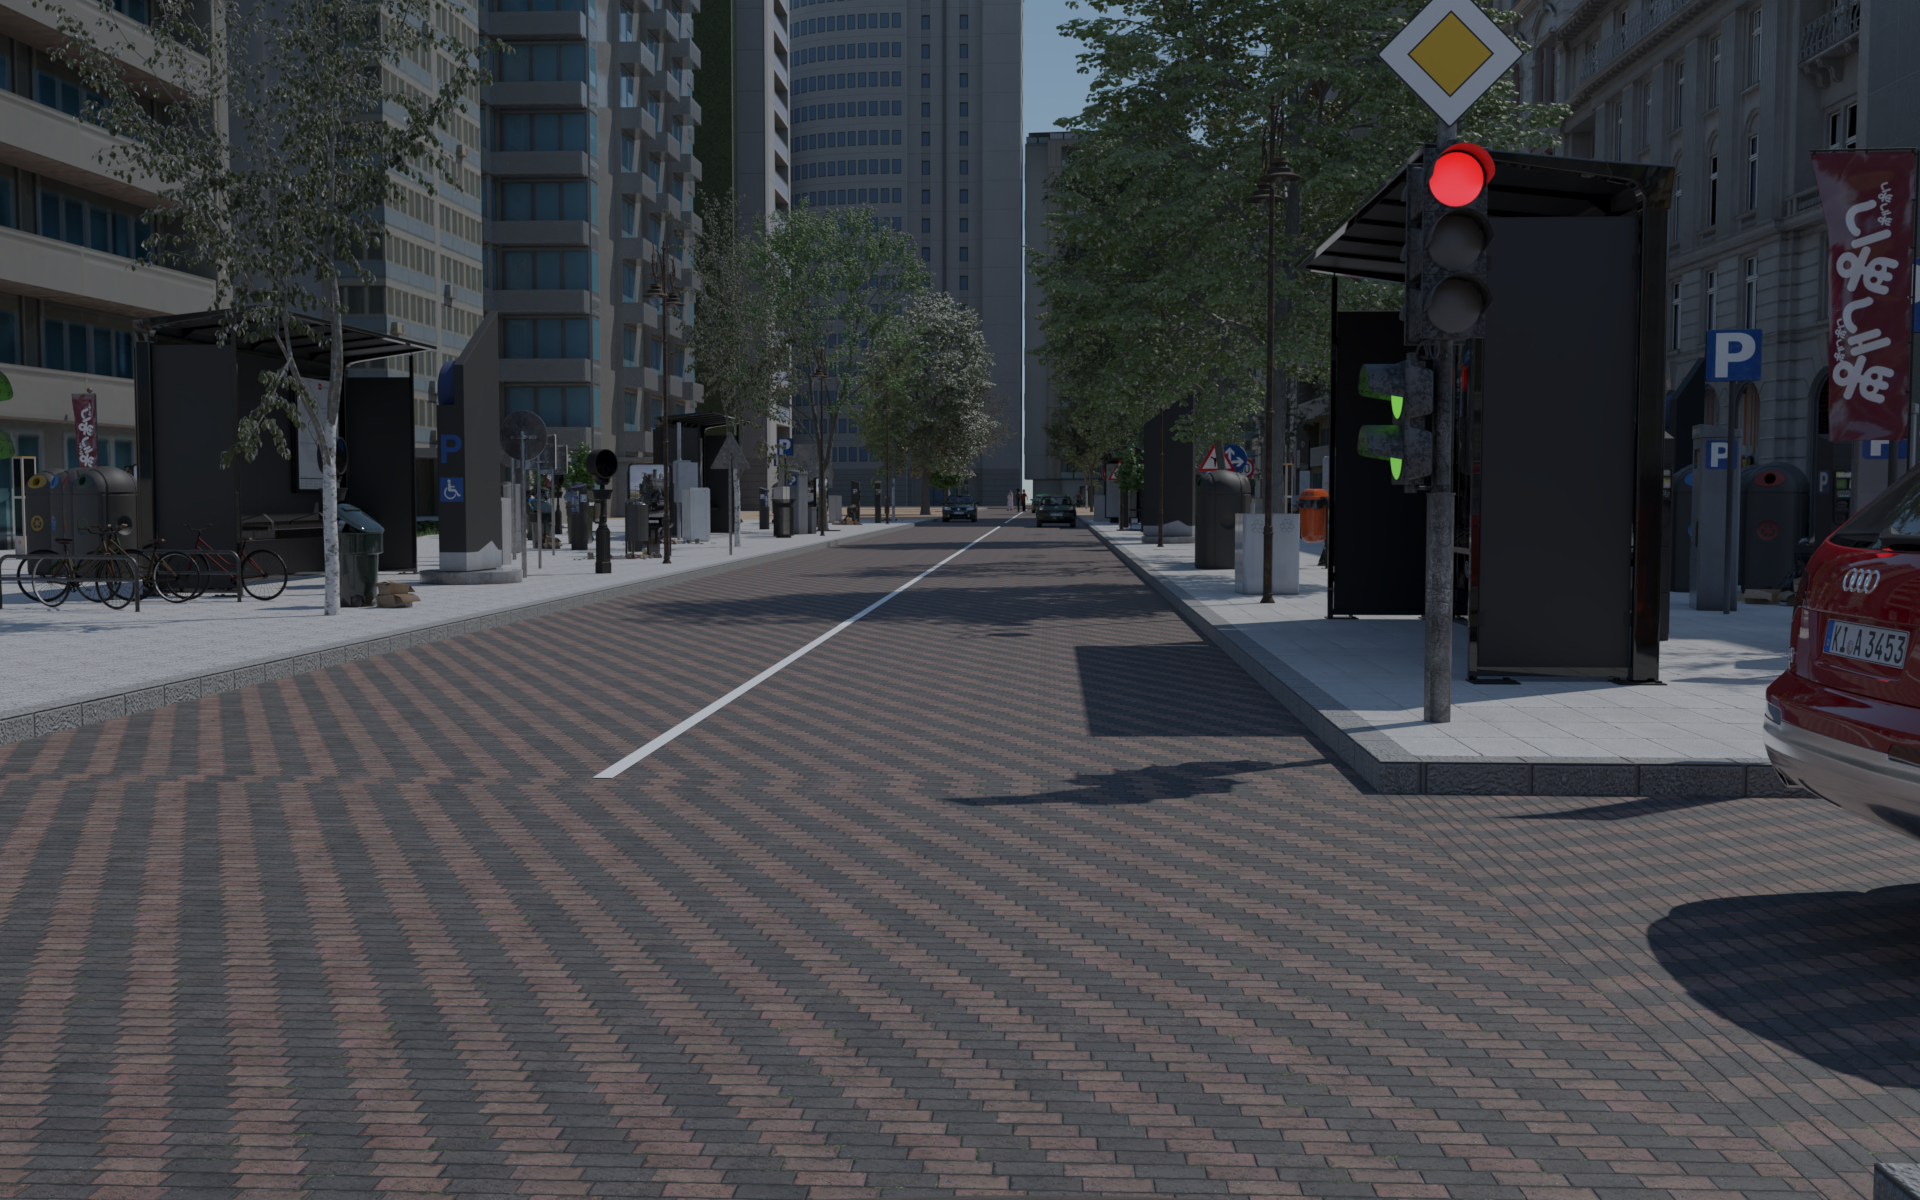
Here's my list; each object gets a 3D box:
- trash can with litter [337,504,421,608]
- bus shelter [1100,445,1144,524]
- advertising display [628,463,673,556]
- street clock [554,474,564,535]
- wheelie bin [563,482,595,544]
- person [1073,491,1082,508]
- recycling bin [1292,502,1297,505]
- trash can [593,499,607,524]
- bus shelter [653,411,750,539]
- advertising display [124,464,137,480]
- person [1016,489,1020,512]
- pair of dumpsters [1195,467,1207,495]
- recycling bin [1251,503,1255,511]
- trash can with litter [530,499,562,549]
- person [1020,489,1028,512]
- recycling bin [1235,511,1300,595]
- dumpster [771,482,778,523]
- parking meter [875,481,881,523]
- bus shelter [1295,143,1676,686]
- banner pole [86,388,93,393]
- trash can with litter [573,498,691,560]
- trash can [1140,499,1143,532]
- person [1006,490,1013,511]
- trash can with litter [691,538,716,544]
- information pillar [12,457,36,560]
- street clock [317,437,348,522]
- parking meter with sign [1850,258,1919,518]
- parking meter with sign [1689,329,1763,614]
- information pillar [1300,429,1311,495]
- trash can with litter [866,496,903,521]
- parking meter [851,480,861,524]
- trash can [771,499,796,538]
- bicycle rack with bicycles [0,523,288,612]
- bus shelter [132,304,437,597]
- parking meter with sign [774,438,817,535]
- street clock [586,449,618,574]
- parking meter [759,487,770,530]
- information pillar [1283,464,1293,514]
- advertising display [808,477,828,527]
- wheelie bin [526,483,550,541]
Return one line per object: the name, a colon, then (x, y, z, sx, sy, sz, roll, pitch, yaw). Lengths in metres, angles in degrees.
trash can with litter: (-6.655, -0.511, 19.744, 1.055, 1.170, 0.624, 1, 4, 18)
bus shelter: (7.064, -4.906, 74.131, 2.014, 3.302, 5.546, 0, 4, 3)
advertising display: (-6.427, -1.883, 35.999, 0.974, 1.923, 0.123, 1, 4, 16)
street clock: (-12.753, -3.082, 54.957, 0.358, 2.002, 0.471, 1, 4, 9)
wheelie bin: (-9.848, -2.255, 44.776, 0.693, 1.594, 0.980, 0, 4, 2)
person: (11.232, -9.537, 165.138, 0.721, 1.735, 1.217, -3, 5, -41)
recycling bin: (10.345, -2.560, 54.403, 0.722, 1.027, 0.722, 3, 5, 44)
trash can: (-15.526, -3.854, 74.661, 0.748, 1.137, 0.748, 0, 3, 0)
bus shelter: (-7.665, -3.709, 51.931, 1.731, 3.624, 6.357, 0, 4, 3)
advertising display: (-18.484, -2.062, 38.926, 0.974, 1.923, 0.123, 3, 5, 39)
person: (4.507, -7.761, 135.022, 0.705, 1.869, 1.348, 0, 4, 3)
pair of dumpsters: (8.633, -3.746, 63.744, 1.574, 2.255, 4.437, 0, 4, 3)
recycling bin: (7.918, -2.256, 49.433, 0.722, 1.027, 0.722, -2, 4, -29)
trash can with litter: (-9.668, -1.793, 40.696, 0.624, 1.170, 1.055, -3, 5, -41)
person: (5.052, -7.912, 137.800, 0.705, 1.831, 1.348, -2, 4, -33)
recycling bin: (3.962, -0.600, 22.369, 0.722, 1.027, 0.722, 0, 4, 0)
dumpster: (-7.595, -4.300, 76.068, 1.264, 1.857, 1.865, 0, 4, 3)
parking meter: (-3.593, -4.295, 75.941, 0.255, 1.863, 0.399, 0, 4, 3)
bus shelter: (4.123, -1.432, 14.690, 1.731, 3.624, 6.357, 0, 4, 3)
banner pole: (-20.450, -3.096, 40.631, 0.401, 3.779, 0.863, 0, 4, -8)
trash can with litter: (-6.809, -1.427, 34.397, 2.233, 1.210, 1.678, -3, 5, -43)
trash can: (6.093, -2.673, 55.363, 0.748, 1.137, 0.748, 0, 3, 0)
person: (4.308, -8.539, 148.787, 0.621, 1.740, 0.551, 3, 5, 42)
trash can with litter: (-7.397, -2.038, 44.381, 2.233, 1.210, 1.678, 0, 4, 4)
information pillar: (-18.365, -1.807, 34.037, 0.304, 2.012, 0.304, 2, 4, 28)
street clock: (-8.001, -1.074, 22.125, 0.358, 2.002, 0.471, 0, 4, 0)
parking meter with sign: (7.314, -1.066, 13.683, 0.543, 3.016, 1.738, 2, 4, 25)
parking meter with sign: (8.411, -1.404, 19.209, 0.543, 3.016, 1.738, 1, 4, 16)
information pillar: (12.320, -4.316, 61.918, 0.183, 3.616, 0.504, -2, 4, -29)
trash can with litter: (-3.518, -4.343, 82.063, 1.678, 1.210, 2.233, -1, 4, -9)
parking meter: (-4.399, -4.131, 73.259, 0.399, 1.863, 0.255, 0, 4, 6)
trash can: (-5.171, -2.392, 50.762, 0.748, 1.137, 0.748, 0, 3, 0)
bicycle rack with bicycles: (-9.732, -0.407, 20.034, 2.925, 0.926, 2.852, 1, 4, 14)
bus shelter: (-9.345, -2.040, 24.644, 1.731, 3.624, 6.357, 0, 4, 3)
parking meter with sign: (-5.127, -3.586, 54.892, 0.543, 3.016, 1.738, 2, 4, 23)
street clock: (-5.762, -1.428, 27.923, 0.358, 2.002, 0.471, 3, 5, 40)
parking meter: (-7.079, -3.316, 62.633, 0.372, 1.533, 0.369, 0, 3, 0)
information pillar: (7.827, -2.286, 41.872, 0.304, 2.012, 0.304, 3, 4, 38)
advertising display: (-5.693, -3.785, 67.106, 0.974, 1.923, 0.123, 0, 4, 1)
wheelie bin: (-11.734, -2.458, 48.094, 0.693, 1.594, 0.980, -1, 4, -13)
